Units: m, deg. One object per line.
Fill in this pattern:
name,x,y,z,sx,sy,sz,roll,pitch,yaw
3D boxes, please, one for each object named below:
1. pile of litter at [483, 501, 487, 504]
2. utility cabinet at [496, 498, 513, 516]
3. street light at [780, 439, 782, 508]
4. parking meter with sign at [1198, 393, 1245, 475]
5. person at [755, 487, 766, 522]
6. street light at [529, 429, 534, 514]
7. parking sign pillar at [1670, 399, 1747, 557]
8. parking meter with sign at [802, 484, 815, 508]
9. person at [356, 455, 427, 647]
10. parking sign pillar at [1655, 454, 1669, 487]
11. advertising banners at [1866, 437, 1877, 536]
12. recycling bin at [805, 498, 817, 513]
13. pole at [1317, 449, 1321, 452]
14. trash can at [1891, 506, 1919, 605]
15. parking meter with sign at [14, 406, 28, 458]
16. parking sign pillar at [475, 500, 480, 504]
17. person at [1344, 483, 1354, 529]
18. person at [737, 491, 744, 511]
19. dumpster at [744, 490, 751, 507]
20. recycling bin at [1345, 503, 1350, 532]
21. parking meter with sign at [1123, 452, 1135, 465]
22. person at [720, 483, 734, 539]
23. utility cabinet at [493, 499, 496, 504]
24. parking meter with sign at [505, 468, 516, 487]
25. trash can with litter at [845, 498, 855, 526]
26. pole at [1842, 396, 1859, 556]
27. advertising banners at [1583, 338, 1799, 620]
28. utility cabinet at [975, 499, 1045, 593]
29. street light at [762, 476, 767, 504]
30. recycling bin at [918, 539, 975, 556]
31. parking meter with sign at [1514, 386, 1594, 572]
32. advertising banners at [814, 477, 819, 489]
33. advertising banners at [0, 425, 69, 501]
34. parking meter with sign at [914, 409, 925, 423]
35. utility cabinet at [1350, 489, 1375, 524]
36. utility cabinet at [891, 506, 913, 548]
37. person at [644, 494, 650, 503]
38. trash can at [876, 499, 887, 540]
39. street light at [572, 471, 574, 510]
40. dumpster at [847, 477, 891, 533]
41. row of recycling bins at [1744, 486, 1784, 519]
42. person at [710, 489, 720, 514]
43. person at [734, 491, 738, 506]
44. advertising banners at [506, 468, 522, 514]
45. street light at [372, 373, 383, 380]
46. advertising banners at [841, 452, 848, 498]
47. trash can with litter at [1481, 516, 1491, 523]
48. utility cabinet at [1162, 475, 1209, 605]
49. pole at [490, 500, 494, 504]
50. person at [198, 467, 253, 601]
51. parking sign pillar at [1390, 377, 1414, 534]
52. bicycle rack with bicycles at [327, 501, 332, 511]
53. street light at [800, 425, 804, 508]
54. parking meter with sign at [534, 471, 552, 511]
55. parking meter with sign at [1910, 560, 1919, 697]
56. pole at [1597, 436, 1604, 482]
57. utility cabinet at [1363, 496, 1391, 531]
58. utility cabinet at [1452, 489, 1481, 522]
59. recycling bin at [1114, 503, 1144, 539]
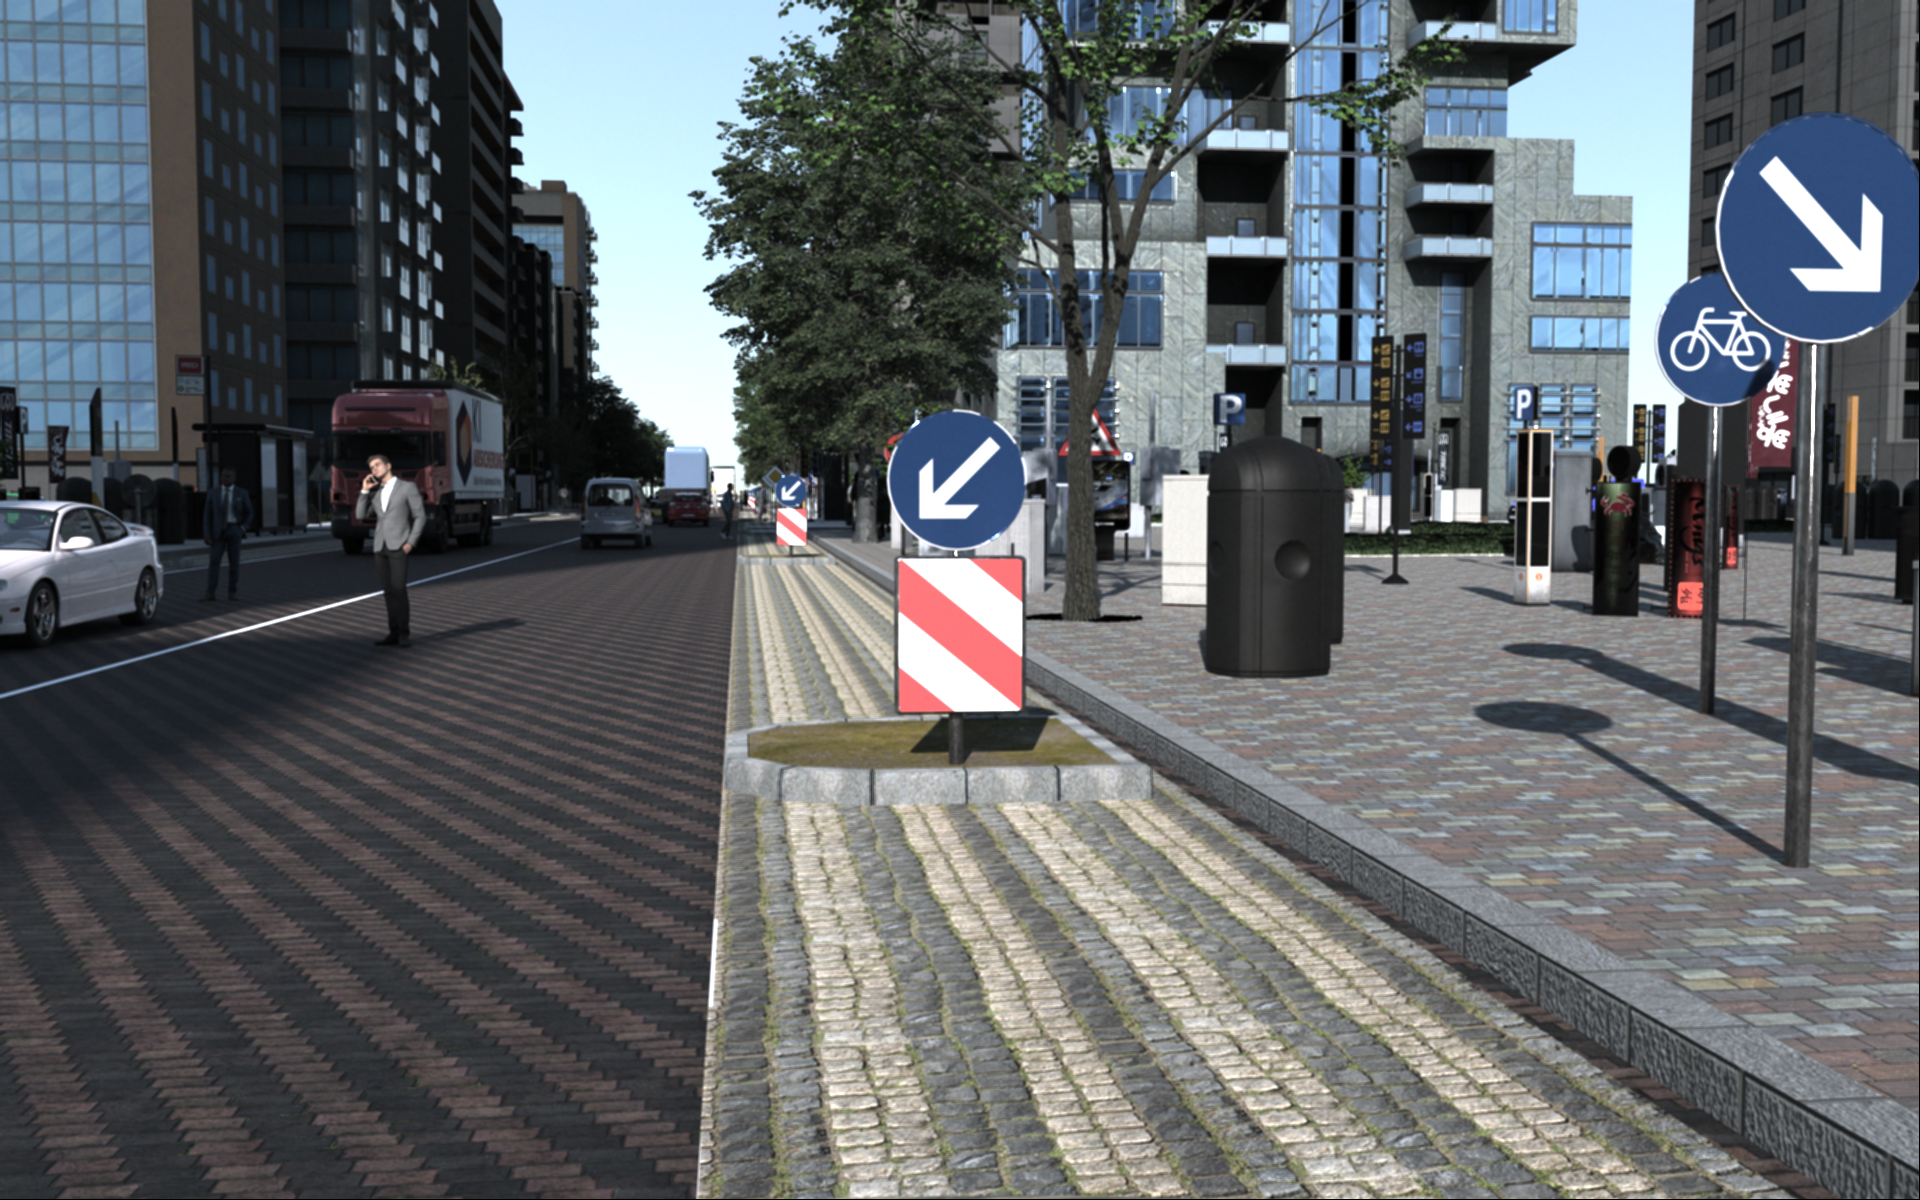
pile of litter,-28.818,-5.579,105.183,1.719,0.858,1.176,2,4,26
utility cabinet,-26.497,-5.503,101.137,1.020,1.237,0.306,3,5,42
street light,-14.674,-10.350,142.009,0.468,5.910,1.993,0,4,-7
parking meter with sign,4.558,-2.117,30.867,0.543,3.016,1.738,0,4,-7
person,-10.141,-4.864,88.118,0.391,1.810,0.635,2,4,25
street light,-28.246,-8.651,114.232,0.468,5.910,1.993,0,4,-7
parking sign pillar,15.455,-2.885,35.639,1.447,3.967,1.447,2,4,24
parking meter with sign,-11.889,-8.532,135.760,0.543,3.016,1.738,-3,5,-43
person,-5.378,-0.471,16.388,0.592,1.802,0.473,2,4,34
parking sign pillar,42.159,-7.040,103.579,1.447,3.967,1.447,-2,4,-30
advertising banners,27.442,-3.443,52.481,0.090,3.025,2.074,3,5,43
recycling bin,-10.281,-6.548,119.618,0.722,1.027,0.722,-1,4,-19
pole,16.217,-5.167,78.324,0.158,3.312,0.155,0,3,0
trash can,11.190,-0.515,20.072,0.748,1.137,0.748,0,3,0
parking meter with sign,-19.475,-2.329,34.343,1.738,3.016,0.543,-1,4,-12
parking sign pillar,-27.223,-6.609,96.535,1.447,3.967,1.447,2,4,33
person,15.241,-3.641,67.836,0.447,1.846,0.655,0,4,-7
person,-18.861,-8.532,148.724,0.721,1.735,1.217,-2,4,-32
dumpster,-21.702,-10.564,180.934,1.865,1.857,1.264,0,4,-6
recycling bin,10.559,-2.234,49.074,0.722,1.027,0.722,3,5,41
parking meter with sign,6.560,-4.618,71.767,0.543,3.016,1.738,3,4,36
person,-7.363,-2.813,54.829,0.444,1.785,0.601,2,4,25
utility cabinet,-36.892,-7.756,137.974,1.020,1.237,0.306,1,4,12
parking meter with sign,-30.801,-7.447,118.019,0.543,3.016,1.738,-2,4,-33
trash can with litter,-4.260,-3.581,69.938,0.624,1.170,1.055,-1,4,-22
pole,18.569,-2.586,36.118,0.158,3.312,0.155,0,3,0
advertising banners,7.550,-1.324,17.828,2.074,3.025,0.090,2,4,25
utility cabinet,0.644,-0.710,22.778,0.306,1.237,1.020,-3,5,-45
street light,-28.826,-17.138,252.989,0.468,5.910,1.993,0,4,-7
recycling bin,-0.171,-0.886,27.035,0.722,1.027,0.722,2,4,33
parking meter with sign,10.007,-1.971,28.481,1.738,3.016,0.543,-1,4,-16
advertising banners,-7.309,-5.920,92.985,0.090,3.025,2.074,-2,4,-35
advertising banners,-23.602,-2.914,43.833,2.074,3.025,0.090,-3,5,-44
parking meter with sign,-0.021,-2.392,35.367,1.738,3.016,0.543,-1,4,-18
utility cabinet,16.762,-3.907,72.564,1.173,1.500,0.318,2,4,35
utility cabinet,-1.402,-1.858,41.539,0.306,1.237,1.020,1,4,13
person,-27.213,-8.473,150.226,0.799,1.438,0.628,1,4,15
trash can,-2.424,-2.278,48.895,0.748,1.137,0.748,0,3,0
street light,-31.871,-10.378,142.473,0.468,5.910,1.993,0,4,-7
dumpster,-2.998,-3.423,58.464,1.502,2.255,1.985,0,4,-7
row of recycling bins,39.750,-4.870,86.732,3.534,1.692,1.069,-1,4,-15
person,-17.520,-7.034,123.864,0.624,1.780,0.694,3,5,42
person,-26.649,-12.005,205.314,0.617,1.759,0.750,1,4,9
advertising banners,-29.548,-7.243,114.610,0.090,3.025,2.074,-3,5,-40
street light,-22.263,-5.722,66.335,0.468,5.910,1.993,0,4,-7
advertising banners,-4.751,-4.725,73.444,0.090,3.025,2.074,1,4,12
trash can with litter,23.238,-4.047,77.559,1.055,1.170,0.624,2,4,27
utility cabinet,2.903,-0.675,19.721,1.173,1.500,0.318,2,4,31
pole,-30.868,-7.357,114.131,0.158,3.312,0.155,0,3,0
person,-9.922,-0.899,23.386,0.721,1.800,0.419,-2,4,-25
parking sign pillar,10.309,-3.178,40.435,1.447,3.967,1.447,1,4,12
bicycle rack with bicycles,-30.696,-4.515,87.209,2.852,0.926,2.925,-2,4,-24
street light,-8.604,-7.386,93.540,0.468,5.910,1.993,0,4,-7
parking meter with sign,-30.896,-8.074,128.276,0.543,3.016,1.738,1,4,20
parking meter with sign,6.687,-0.925,11.388,0.543,3.016,1.738,3,4,39
pole,22.706,-4.133,61.422,0.158,3.312,0.155,0,3,0
utility cabinet,14.700,-3.036,60.800,1.020,1.237,0.306,0,4,1
utility cabinet,20.966,-3.853,71.682,1.173,1.500,0.318,-1,4,-16
recycling bin,4.805,-2.274,49.740,0.722,1.027,0.722,-3,4,-36
